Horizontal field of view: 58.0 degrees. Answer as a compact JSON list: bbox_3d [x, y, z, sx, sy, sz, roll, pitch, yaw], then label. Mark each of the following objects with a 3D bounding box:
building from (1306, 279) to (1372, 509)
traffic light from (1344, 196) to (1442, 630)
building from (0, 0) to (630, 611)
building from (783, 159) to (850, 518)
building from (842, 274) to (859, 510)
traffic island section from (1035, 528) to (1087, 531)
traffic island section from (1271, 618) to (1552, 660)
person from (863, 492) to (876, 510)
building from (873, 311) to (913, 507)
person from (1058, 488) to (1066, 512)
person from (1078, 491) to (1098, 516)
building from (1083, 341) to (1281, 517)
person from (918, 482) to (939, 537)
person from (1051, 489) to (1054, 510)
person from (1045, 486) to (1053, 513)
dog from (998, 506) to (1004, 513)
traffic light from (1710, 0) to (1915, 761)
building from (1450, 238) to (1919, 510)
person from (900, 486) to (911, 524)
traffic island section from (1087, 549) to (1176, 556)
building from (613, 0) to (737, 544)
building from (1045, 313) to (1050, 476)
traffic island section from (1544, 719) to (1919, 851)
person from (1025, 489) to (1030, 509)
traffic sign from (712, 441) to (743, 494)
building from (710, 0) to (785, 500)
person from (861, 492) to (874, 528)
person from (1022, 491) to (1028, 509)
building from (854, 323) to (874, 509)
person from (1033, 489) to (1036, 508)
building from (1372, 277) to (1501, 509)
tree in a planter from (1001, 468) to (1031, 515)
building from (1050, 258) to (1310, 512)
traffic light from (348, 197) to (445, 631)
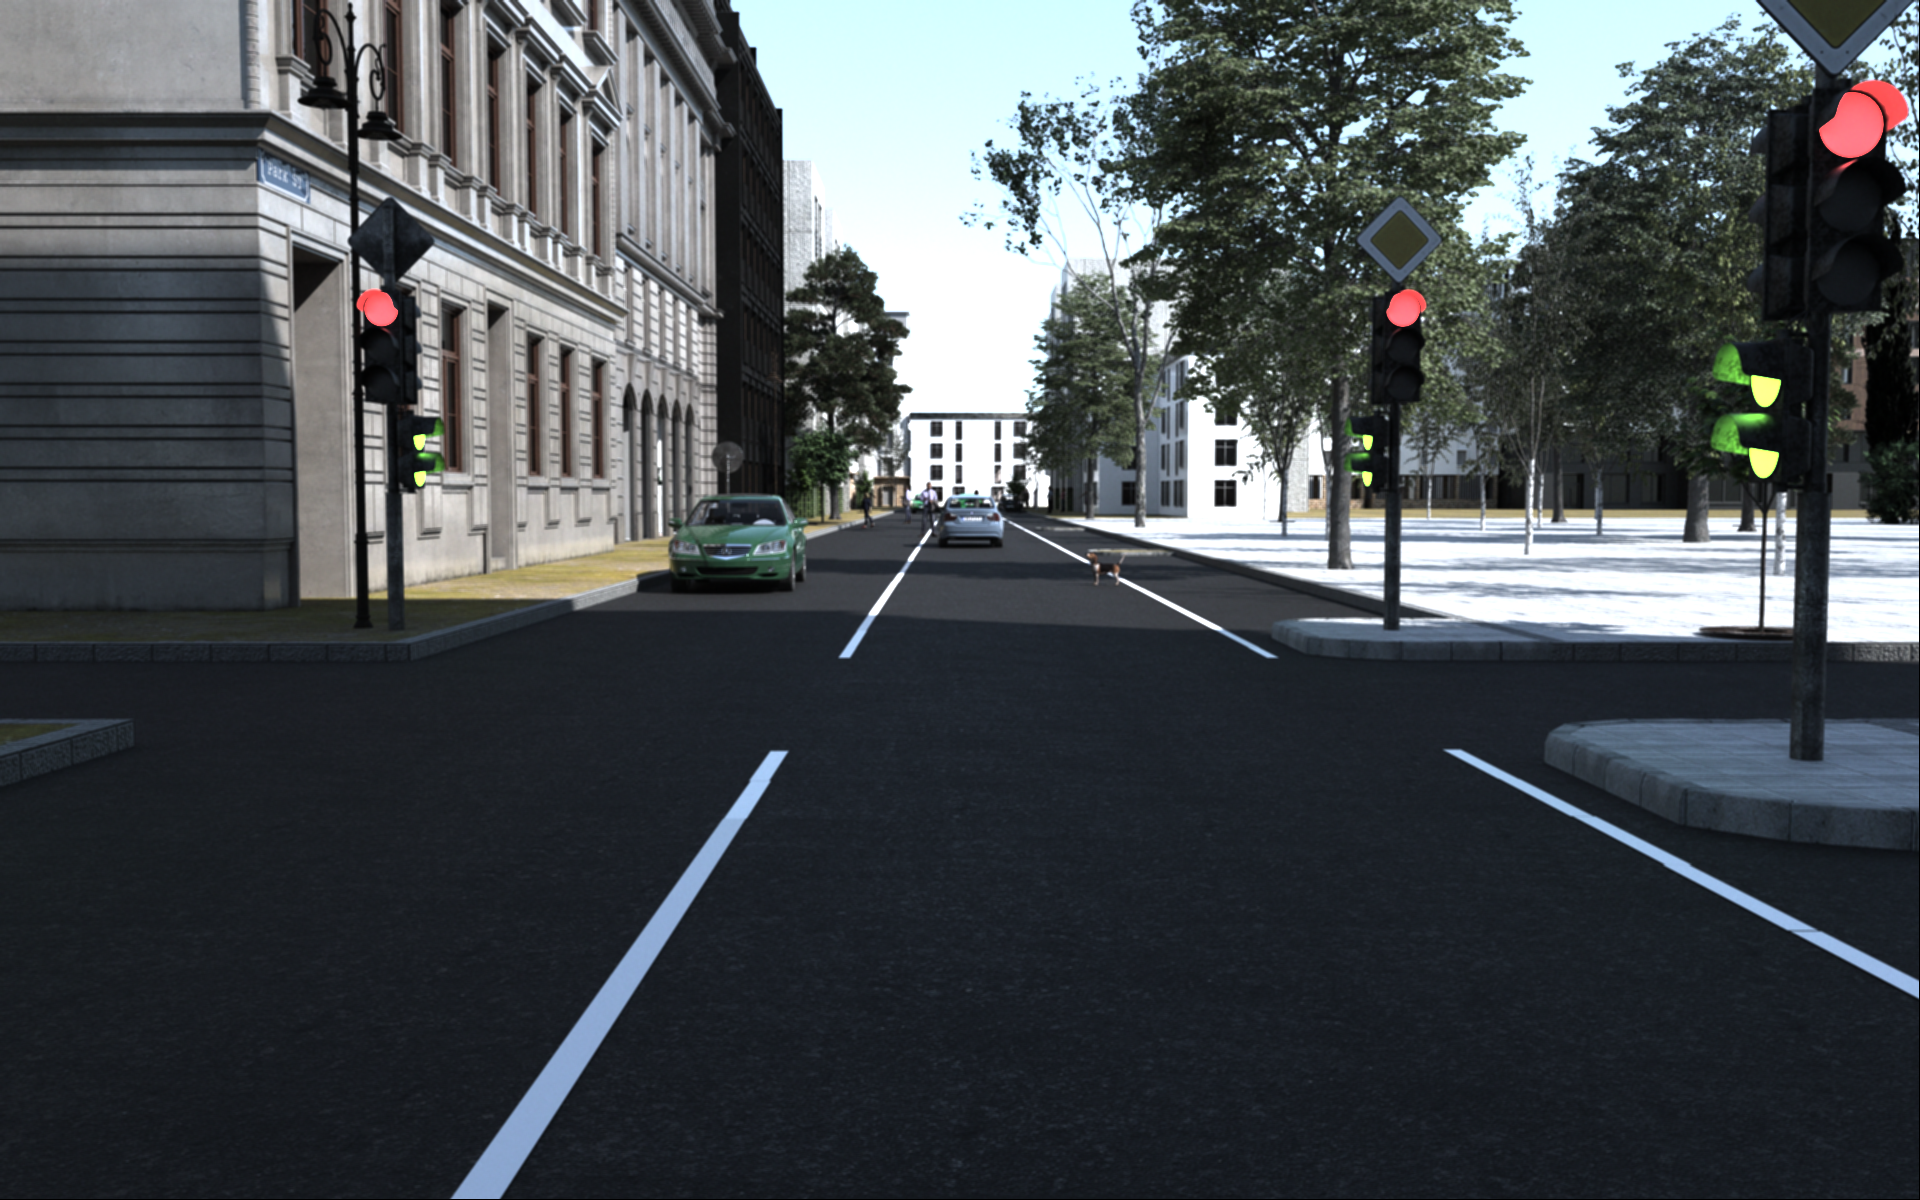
[{"bbox_3d":[29.818,-18.453,158.122,11.380,20.091,16.016,0,4,0],"label":"building"},{"bbox_3d":[4.062,-1.653,16.264,0.839,4.213,0.868,0,4,0],"label":"traffic light"},{"bbox_3d":[-12.588,-11.731,27.961,11.583,22.565,21.152,0,4,0],"label":"building"},{"bbox_3d":[-16.219,-14.746,107.552,16.747,18.905,31.486,0,4,0],"label":"building"},{"bbox_3d":[-16.247,-17.361,140.266,16.016,20.091,11.380,0,4,0],"label":"building"},{"bbox_3d":[3.965,-2.790,68.479,1.991,0.108,1.994,0,4,0],"label":"traffic island section"},{"bbox_3d":[4.102,0.361,16.377,2.009,0.180,2.903,0,4,0],"label":"traffic island section"},{"bbox_3d":[-7.383,-8.215,140.445,1.348,1.812,0.705,-3,5,-45],"label":"person"},{"bbox_3d":[-10.876,-20.118,185.352,11.380,20.091,16.016,0,4,0],"label":"building"},{"bbox_3d":[7.338,-7.199,124.459,0.721,1.743,1.217,-1,4,-20],"label":"person"},{"bbox_3d":[7.595,-5.851,102.387,1.217,1.739,0.721,0,4,-6],"label":"person"},{"bbox_3d":[13.159,-10.193,108.804,9.099,9.664,28.070,0,4,0],"label":"building"},{"bbox_3d":[-1.033,-3.023,57.793,0.709,1.838,0.599,-1,4,-10],"label":"person"},{"bbox_3d":[7.377,-8.170,140.422,0.445,1.727,0.742,1,4,18],"label":"person"},{"bbox_3d":[5.931,-6.674,115.156,0.705,1.826,1.348,-1,4,-14],"label":"person"},{"bbox_3d":[1.843,-4.534,90.974,0.800,0.831,0.513,1,4,22],"label":"dog"},{"bbox_3d":[4.083,-1.164,8.279,0.839,4.213,0.868,0,4,0],"label":"traffic light"},{"bbox_3d":[63.344,-18.859,152.322,32.646,21.610,27.936,0,4,0],"label":"building"},{"bbox_3d":[-2.680,-4.623,83.958,0.599,1.838,0.709,1,4,11],"label":"person"},{"bbox_3d":[4.033,-1.120,41.176,1.991,0.108,1.994,0,4,0],"label":"traffic island section"},{"bbox_3d":[-14.604,-12.767,50.538,13.314,21.916,24.055,0,4,0],"label":"building"},{"bbox_3d":[15.985,-18.573,160.087,16.016,20.091,11.380,0,4,0],"label":"building"},{"bbox_3d":[4.123,0.850,8.392,2.009,0.180,2.903,0,4,0],"label":"traffic island section"},{"bbox_3d":[5.866,-8.965,153.166,0.434,1.755,0.990,2,4,34],"label":"person"},{"bbox_3d":[-5.615,-2.552,41.833,0.768,2.556,0.104,0,4,3],"label":"traffic sign"},{"bbox_3d":[-14.105,-14.723,70.402,12.332,23.373,15.834,0,4,0],"label":"building"},{"bbox_3d":[-3.942,-3.835,73.751,0.480,1.512,0.613,2,4,35],"label":"person"},{"bbox_3d":[5.516,-8.524,145.946,0.750,1.759,0.617,1,4,19],"label":"person"},{"bbox_3d":[-24.028,-17.807,157.609,31.486,18.905,16.747,0,4,0],"label":"building"},{"bbox_3d":[6.948,-9.311,158.944,0.621,1.740,0.551,-3,4,-36],"label":"person"},{"bbox_3d":[41.317,-18.433,157.804,11.380,20.091,16.016,0,4,0],"label":"building"},{"bbox_3d":[3.829,-7.459,119.168,1.991,3.239,1.994,0,4,0],"label":"tree in a planter"},{"bbox_3d":[16.399,-16.631,138.374,16.747,18.905,31.486,0,4,0],"label":"building"},{"bbox_3d":[-5.299,-1.650,16.224,0.839,4.213,0.868,0,4,0],"label":"traffic light"}]
